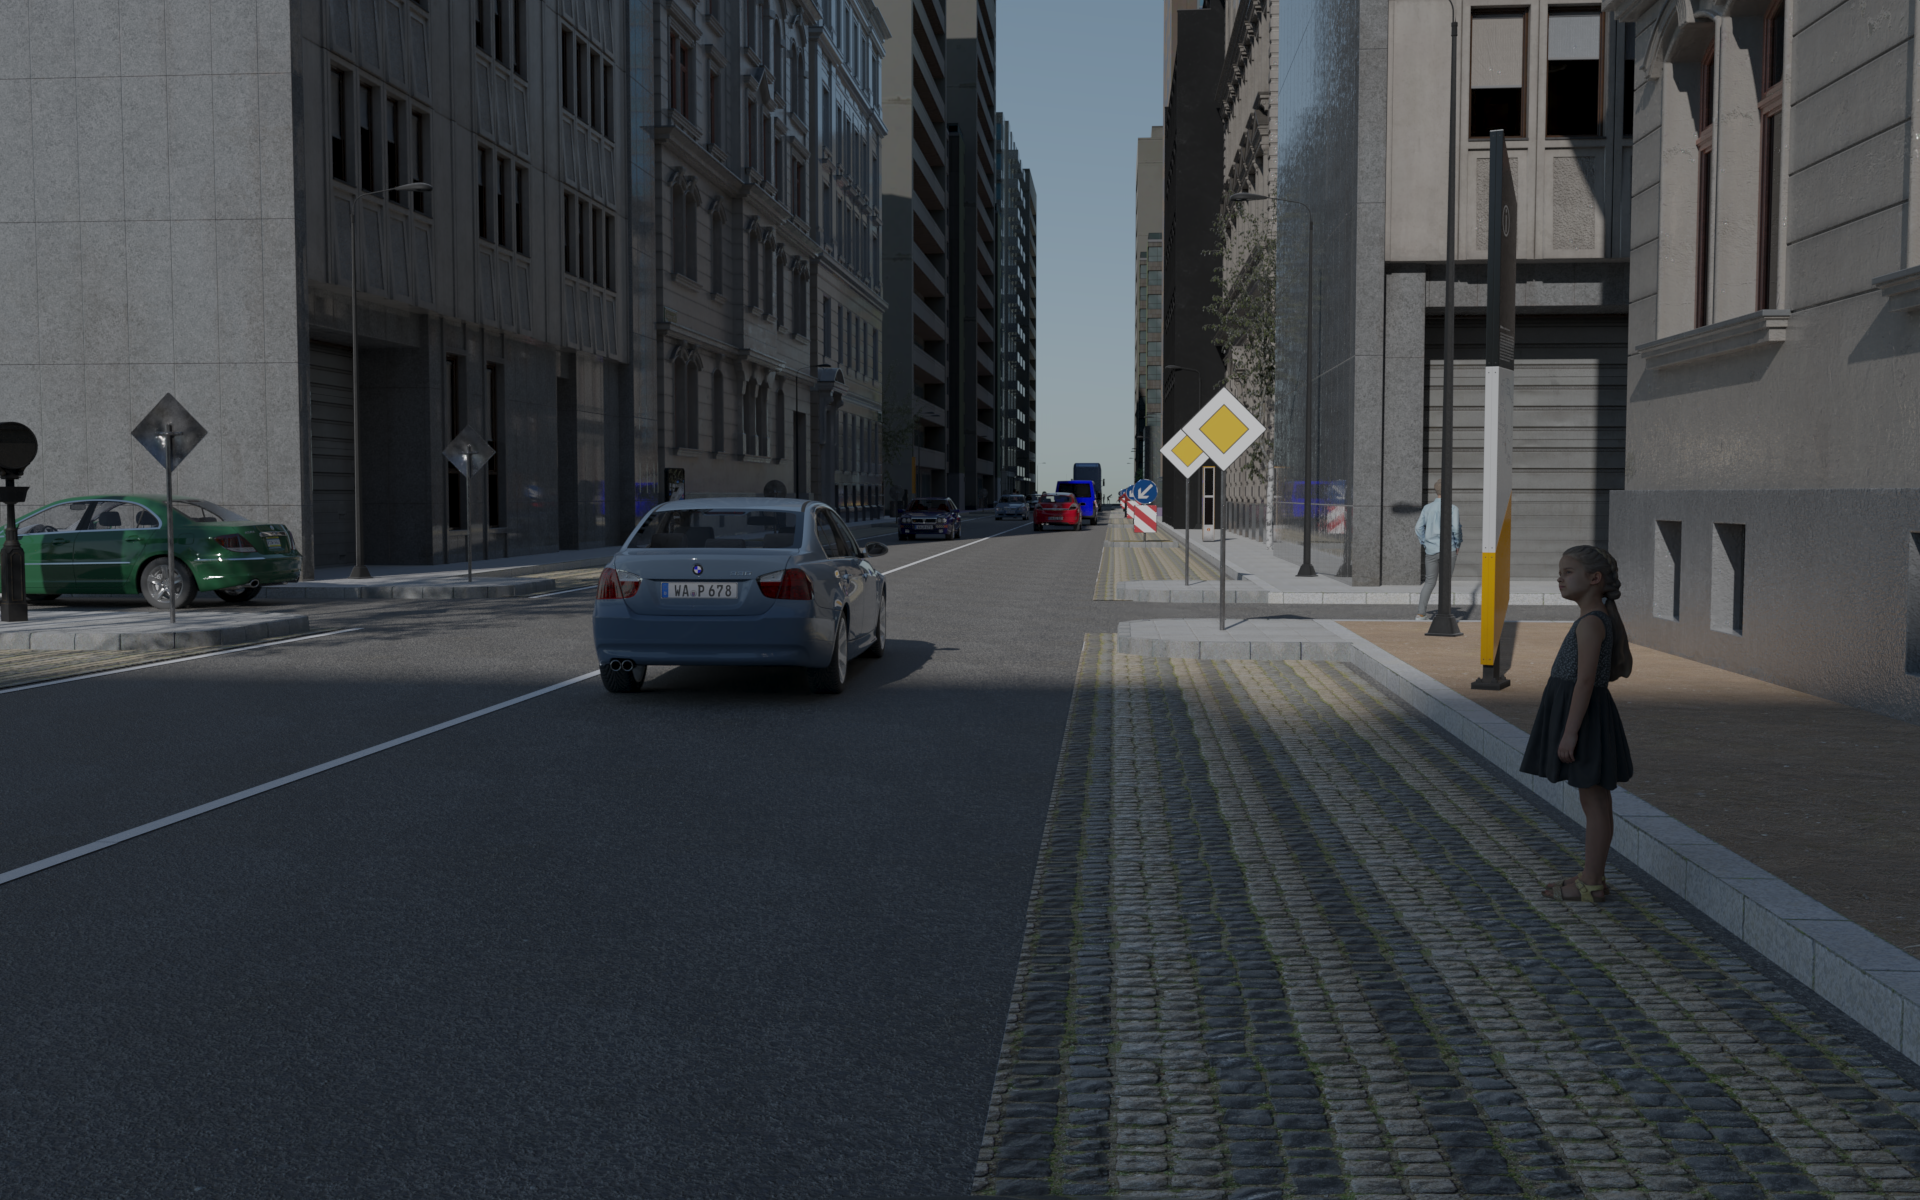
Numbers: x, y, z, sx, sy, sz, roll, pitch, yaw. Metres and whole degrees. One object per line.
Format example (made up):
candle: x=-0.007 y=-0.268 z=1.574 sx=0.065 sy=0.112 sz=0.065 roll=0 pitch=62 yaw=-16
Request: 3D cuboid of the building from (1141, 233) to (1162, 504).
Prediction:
building: x=27.676 y=-25.717 z=192.180 sx=14.160 sy=30.474 sz=14.107 roll=0 pitch=4 yaw=5

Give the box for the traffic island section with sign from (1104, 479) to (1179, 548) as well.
traffic island section with sign: x=4.901 y=-2.346 z=46.987 sx=1.989 sy=1.847 sz=2.006 roll=0 pitch=4 yaw=5

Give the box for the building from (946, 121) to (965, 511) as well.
building: x=-7.224 y=-21.895 z=129.682 sx=14.160 sy=30.474 sz=14.107 roll=0 pitch=4 yaw=5

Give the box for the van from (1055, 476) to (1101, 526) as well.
van: x=5.392 y=-4.639 z=80.239 sx=2.240 sy=2.365 sz=5.245 roll=0 pitch=4 yaw=6

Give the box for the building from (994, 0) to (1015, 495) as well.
building: x=-4.268 y=-46.196 z=193.552 sx=20.563 sy=71.187 sz=20.611 roll=0 pitch=4 yaw=5

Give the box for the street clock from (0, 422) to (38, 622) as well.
street clock: x=-9.532 y=-0.785 z=17.401 sx=0.358 sy=2.002 sz=0.471 roll=3 pitch=5 yaw=39

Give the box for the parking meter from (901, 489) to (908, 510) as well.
parking meter: x=-2.923 y=-5.052 z=91.011 sx=0.372 sy=1.533 sz=0.369 roll=0 pitch=3 yaw=0

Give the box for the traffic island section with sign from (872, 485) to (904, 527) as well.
traffic island section with sign: x=-2.722 y=-4.051 z=74.866 sx=1.989 sy=1.847 sz=2.006 roll=0 pitch=4 yaw=5

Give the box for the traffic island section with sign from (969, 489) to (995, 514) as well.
traffic island section with sign: x=1.708 y=-7.090 z=124.550 sx=1.989 sy=1.847 sz=2.006 roll=0 pitch=4 yaw=5

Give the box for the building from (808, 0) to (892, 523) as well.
building: x=-10.955 y=-17.926 z=79.001 sx=13.634 sy=28.700 sz=20.117 roll=0 pitch=4 yaw=5

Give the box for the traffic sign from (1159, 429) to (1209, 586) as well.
traffic sign: x=3.175 y=-1.257 z=24.202 sx=0.795 sy=2.450 sz=0.064 roll=0 pitch=4 yaw=5

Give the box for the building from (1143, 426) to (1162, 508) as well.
building: x=28.165 y=-51.542 z=155.382 sx=22.319 sy=86.520 sz=31.000 roll=0 pitch=4 yaw=5

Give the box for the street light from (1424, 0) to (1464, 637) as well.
street light: x=3.852 y=-2.633 z=15.585 sx=1.470 sy=5.913 sz=1.316 roll=0 pitch=4 yaw=5

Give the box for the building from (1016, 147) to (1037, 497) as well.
building: x=-0.297 y=-38.034 z=245.559 sx=21.300 sy=48.544 sz=21.600 roll=0 pitch=4 yaw=5

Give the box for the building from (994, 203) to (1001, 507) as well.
building: x=-3.537 y=-24.098 z=165.695 sx=14.160 sy=30.474 sz=14.107 roll=0 pitch=4 yaw=5

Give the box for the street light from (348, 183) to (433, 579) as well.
street light: x=-8.563 y=-3.273 z=26.060 sx=1.470 sy=5.913 sz=1.316 roll=0 pitch=4 yaw=5

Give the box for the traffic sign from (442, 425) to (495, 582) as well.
traffic sign: x=-7.126 y=-1.315 z=25.138 sx=0.795 sy=2.450 sz=0.064 roll=0 pitch=4 yaw=5

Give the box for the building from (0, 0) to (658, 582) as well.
building: x=-14.704 y=-13.269 z=34.968 sx=12.078 sy=24.808 sz=19.932 roll=0 pitch=4 yaw=5

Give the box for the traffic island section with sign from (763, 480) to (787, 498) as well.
traffic island section with sign: x=-5.139 y=-2.393 z=47.756 sx=1.989 sy=1.847 sz=2.006 roll=0 pitch=4 yaw=5

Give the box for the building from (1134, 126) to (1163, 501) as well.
building: x=33.398 y=-36.689 z=223.571 sx=21.300 sy=48.544 sz=21.600 roll=0 pitch=4 yaw=5

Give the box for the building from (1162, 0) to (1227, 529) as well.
building: x=14.600 y=-14.673 z=69.578 sx=12.332 sy=23.373 sz=15.834 roll=0 pitch=4 yaw=5

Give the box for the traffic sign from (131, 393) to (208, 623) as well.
traffic sign: x=-7.836 y=-0.828 z=17.184 sx=0.795 sy=2.450 sz=0.064 roll=0 pitch=4 yaw=5

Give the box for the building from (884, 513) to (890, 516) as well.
building: x=-12.481 y=-29.832 z=111.460 sx=21.300 sy=48.544 sz=21.600 roll=0 pitch=4 yaw=5

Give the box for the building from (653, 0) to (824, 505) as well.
building: x=-12.900 y=-16.458 z=56.482 sx=14.401 sy=28.519 sz=23.554 roll=0 pitch=4 yaw=5

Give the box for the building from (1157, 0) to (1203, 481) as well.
building: x=22.839 y=-29.624 z=134.466 sx=14.600 sy=45.320 sz=14.200 roll=0 pitch=4 yaw=5

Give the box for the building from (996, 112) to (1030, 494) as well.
building: x=-3.295 y=-36.705 z=219.728 sx=23.786 sy=49.044 sz=30.456 roll=0 pitch=4 yaw=5

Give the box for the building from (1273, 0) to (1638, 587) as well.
building: x=15.862 y=-12.863 z=28.329 sx=19.932 sy=24.808 sz=12.078 roll=0 pitch=4 yaw=5

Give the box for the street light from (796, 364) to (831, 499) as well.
street light: x=-5.293 y=-5.468 z=61.935 sx=1.470 sy=5.913 sz=1.316 roll=0 pitch=4 yaw=5

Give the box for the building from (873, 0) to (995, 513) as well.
building: x=-8.393 y=-32.019 z=147.211 sx=21.300 sy=48.544 sz=21.600 roll=0 pitch=4 yaw=5

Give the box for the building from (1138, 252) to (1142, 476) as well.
building: x=28.314 y=-26.603 z=206.660 sx=14.160 sy=30.474 sz=14.107 roll=0 pitch=4 yaw=5

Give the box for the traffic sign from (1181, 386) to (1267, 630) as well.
traffic sign: x=2.466 y=-0.771 z=16.248 sx=0.795 sy=2.450 sz=0.064 roll=0 pitch=4 yaw=5

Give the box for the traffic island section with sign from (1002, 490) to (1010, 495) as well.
traffic island section with sign: x=4.096 y=-8.732 z=151.400 sx=1.989 sy=1.847 sz=2.006 roll=0 pitch=4 yaw=5

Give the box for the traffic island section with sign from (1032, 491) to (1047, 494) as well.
traffic island section with sign: x=9.027 y=-12.111 z=206.635 sx=1.989 sy=1.847 sz=2.006 roll=0 pitch=4 yaw=5

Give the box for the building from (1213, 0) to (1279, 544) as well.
building: x=13.344 y=-13.632 z=51.762 sx=11.050 sy=23.489 sz=19.941 roll=0 pitch=4 yaw=5

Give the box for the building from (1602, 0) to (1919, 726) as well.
building: x=11.050 y=-13.199 z=3.189 sx=14.401 sy=28.519 sz=23.554 roll=0 pitch=4 yaw=5
